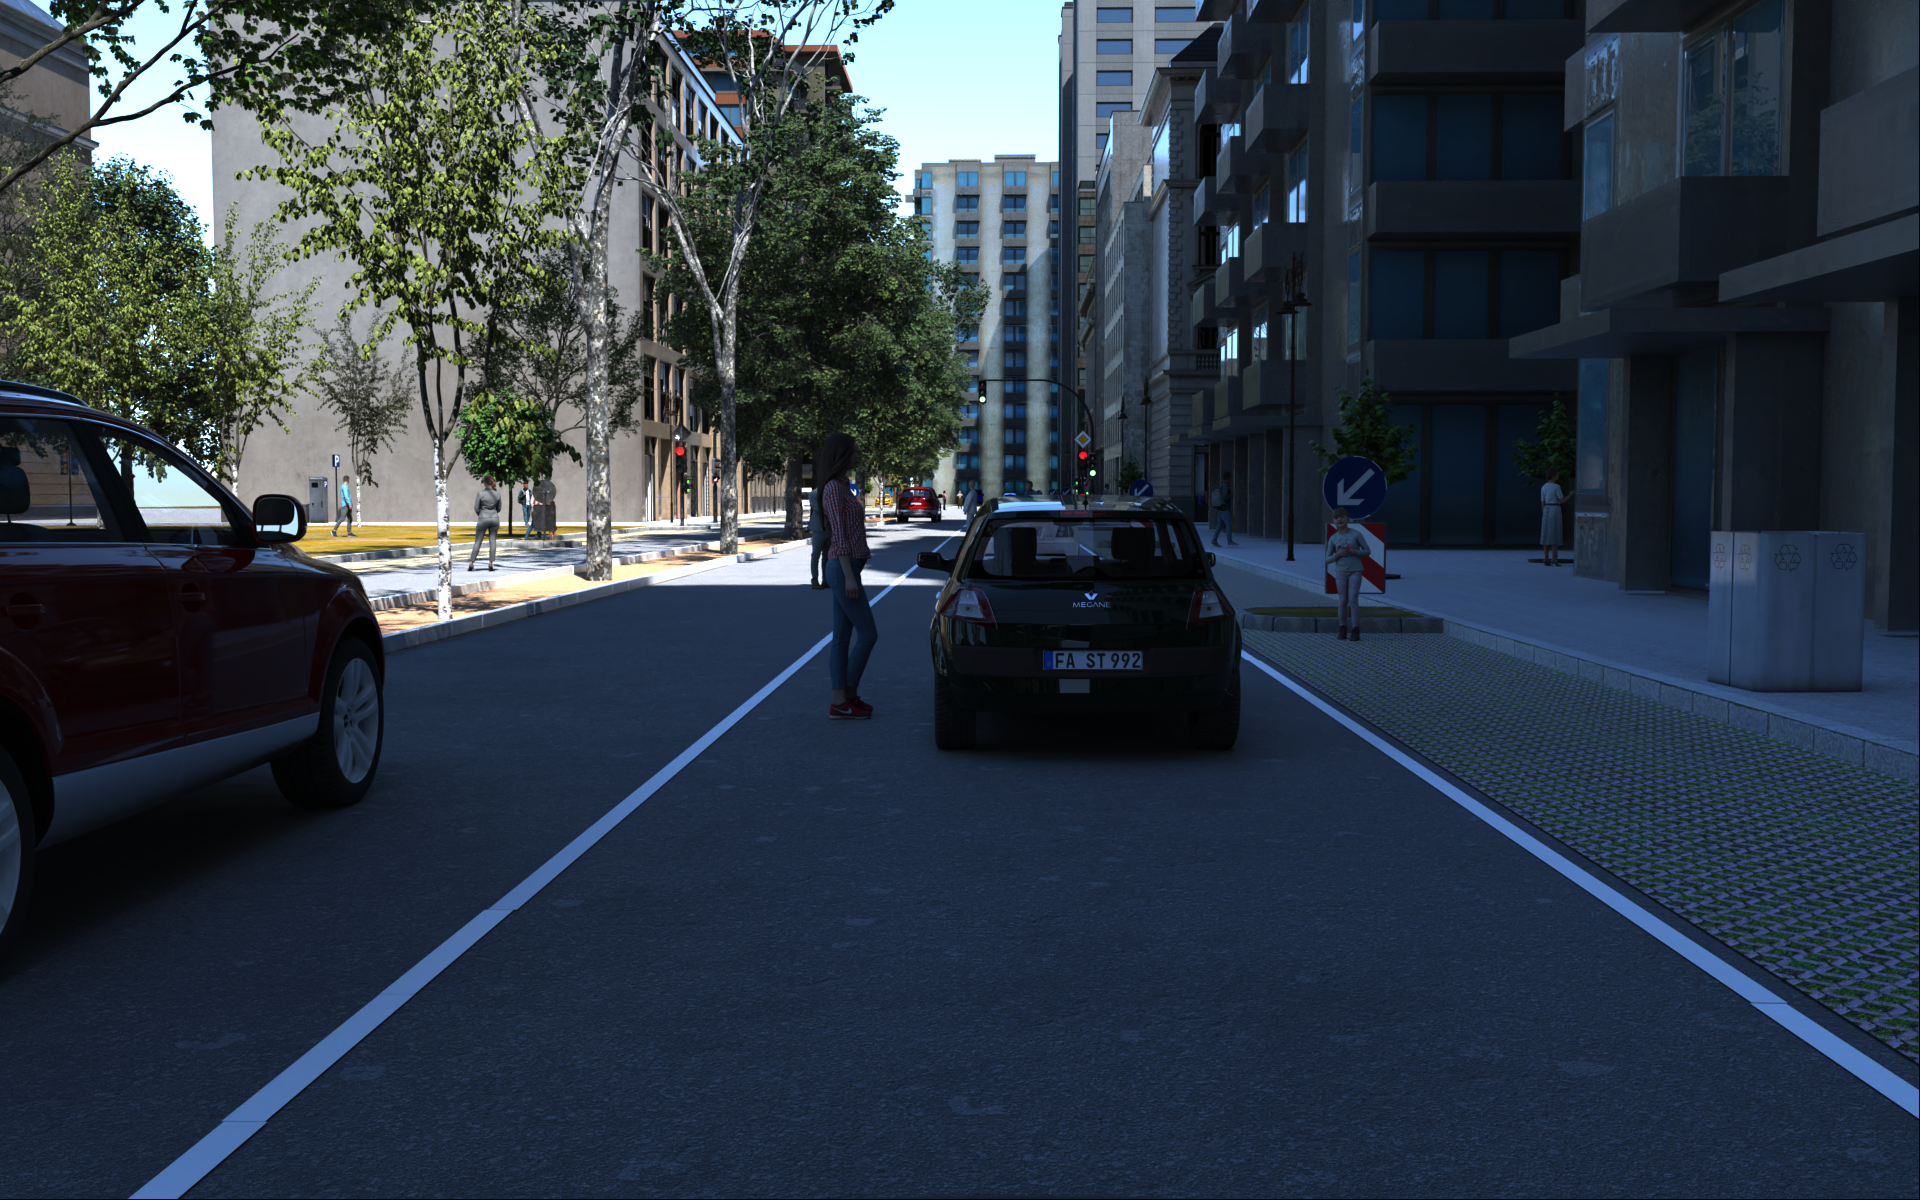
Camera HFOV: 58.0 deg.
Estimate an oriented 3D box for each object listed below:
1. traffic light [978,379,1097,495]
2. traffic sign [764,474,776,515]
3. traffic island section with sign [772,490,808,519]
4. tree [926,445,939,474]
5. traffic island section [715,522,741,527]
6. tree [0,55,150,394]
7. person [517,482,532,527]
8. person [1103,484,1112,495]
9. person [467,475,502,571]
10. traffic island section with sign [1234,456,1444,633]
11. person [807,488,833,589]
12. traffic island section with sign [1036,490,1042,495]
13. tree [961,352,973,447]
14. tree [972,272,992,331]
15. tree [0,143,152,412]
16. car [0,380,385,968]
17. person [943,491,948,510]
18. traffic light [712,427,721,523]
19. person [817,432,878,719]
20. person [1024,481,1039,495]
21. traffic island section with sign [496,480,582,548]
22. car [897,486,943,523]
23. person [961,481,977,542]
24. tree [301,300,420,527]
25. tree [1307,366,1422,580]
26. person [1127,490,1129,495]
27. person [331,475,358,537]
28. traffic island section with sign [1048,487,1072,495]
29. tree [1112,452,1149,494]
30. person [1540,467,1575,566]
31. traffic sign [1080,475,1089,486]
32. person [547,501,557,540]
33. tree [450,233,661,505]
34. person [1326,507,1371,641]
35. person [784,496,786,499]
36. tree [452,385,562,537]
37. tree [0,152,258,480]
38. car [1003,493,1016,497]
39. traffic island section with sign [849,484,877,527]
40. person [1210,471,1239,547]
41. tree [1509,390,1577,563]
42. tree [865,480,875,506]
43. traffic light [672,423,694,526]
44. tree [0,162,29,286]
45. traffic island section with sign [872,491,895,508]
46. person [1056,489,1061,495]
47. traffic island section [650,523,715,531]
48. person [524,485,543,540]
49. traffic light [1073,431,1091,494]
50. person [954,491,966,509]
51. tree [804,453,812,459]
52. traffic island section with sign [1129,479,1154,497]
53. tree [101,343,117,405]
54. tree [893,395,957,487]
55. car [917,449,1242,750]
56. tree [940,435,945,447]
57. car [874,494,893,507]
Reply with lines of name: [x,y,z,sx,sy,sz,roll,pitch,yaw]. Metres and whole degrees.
traffic light: [3.110,-5.734,68.424,4.771,5.953,1.251,0,4,1]
traffic sign: [-11.796,-6.575,107.606,0.768,2.556,0.104,1,4,10]
traffic island section with sign: [-9.936,-5.687,101.611,1.989,1.847,2.006,0,4,1]
tree: [-3.630,-10.190,119.418,4.360,8.622,3.978,0,3,0]
traffic island section: [-10.892,-3.348,77.024,2.009,0.180,2.903,0,4,1]
tree: [-26.863,-8.290,45.906,12.009,13.543,11.850,0,3,0]
person: [-17.124,-3.792,68.393,0.721,1.781,0.623,2,4,33]
person: [7.499,-5.000,87.977,0.466,1.800,0.511,-1,4,-16]
person: [-8.826,-1.429,32.137,0.573,1.790,0.520,3,5,40]
traffic island section with sign: [3.993,-0.615,18.680,1.989,1.847,2.006,0,4,1]
person: [-2.016,-1.068,26.147,0.466,1.800,0.511,2,4,27]
traffic island section with sign: [6.780,-7.368,129.090,1.989,1.847,2.006,0,4,1]
tree: [-3.638,-11.926,104.107,9.857,13.997,8.962,0,3,0]
tree: [-4.402,-16.472,127.658,12.611,20.169,13.585,0,3,0]
tree: [-18.076,-5.256,36.297,4.737,8.622,4.395,0,3,0]
car: [-3.787,0.142,6.346,2.281,1.827,5.304,0,4,0]
person: [-1.308,-8.900,154.720,0.721,1.736,1.217,-1,4,-20]
traffic light: [-8.759,-6.251,76.871,4.771,5.953,1.251,0,4,1]
person: [-0.714,-0.152,11.001,0.388,1.821,0.555,-1,4,-14]
person: [1.930,-2.315,46.694,0.601,1.785,0.444,3,4,36]
traffic island section with sign: [-11.331,-2.337,46.844,1.989,1.847,2.006,0,4,1]
car: [-2.067,-4.879,88.439,2.281,1.827,5.304,0,4,3]
person: [0.410,-2.686,52.298,0.818,1.842,0.514,0,4,-8]
tree: [-22.998,-7.119,66.751,4.360,8.622,3.978,0,3,0]
tree: [6.067,-1.940,26.319,1.663,3.219,1.824,0,3,0]
person: [7.600,-4.277,76.364,0.661,1.777,0.834,-2,4,-25]
person: [-18.432,-2.807,51.807,0.748,1.841,0.638,-1,4,-12]
traffic island section with sign: [6.068,-5.663,101.213,1.989,1.847,2.006,0,4,1]
tree: [7.625,-5.130,78.482,1.663,3.219,1.824,0,3,0]
person: [10.607,-1.480,30.805,0.524,1.755,0.480,-2,4,-30]
traffic sign: [8.073,-6.952,113.777,0.768,2.556,0.104,1,4,8]
person: [-11.693,-2.214,49.375,0.373,1.253,0.362,3,4,37]
tree: [-14.042,-7.661,59.677,7.601,10.594,8.767,0,4,6]
person: [3.792,-0.253,16.914,0.425,1.301,0.394,0,4,7]
person: [-12.098,-7.113,122.688,0.623,1.781,0.721,-2,4,-30]
tree: [-13.644,-4.188,52.180,4.285,4.588,4.351,0,3,0]
tree: [-28.194,-8.639,58.258,9.611,12.733,9.660,0,3,0]
car: [4.870,-9.782,169.525,1.945,1.707,3.694,0,4,0]
traffic island section with sign: [-4.709,-4.183,76.524,2.006,1.907,1.989,0,4,1]
person: [6.363,-2.173,41.554,0.713,1.824,0.794,1,4,13]
tree: [11.095,-2.319,32.520,1.663,3.219,1.824,0,3,0]
tree: [-10.499,-12.007,190.912,1.663,3.219,1.824,0,3,0]
traffic light: [-11.053,-4.892,68.906,0.839,4.253,0.868,0,4,1]
tree: [-17.180,-4.755,28.101,4.360,8.622,3.978,0,3,0]
traffic island section with sign: [-7.995,-10.405,178.743,1.989,1.847,2.006,0,4,1]
person: [10.135,-10.681,180.775,1.348,1.812,0.705,2,4,32]
traffic island section: [-11.093,-2.860,69.041,2.009,0.180,2.903,0,4,1]
person: [-11.971,-2.427,48.769,0.643,1.750,0.593,1,4,9]
traffic light: [5.404,-5.356,76.496,0.839,4.253,0.868,0,4,1]
person: [0.005,-9.689,167.639,1.217,1.736,0.721,0,4,-4]
tree: [-11.121,-11.737,142.264,4.737,8.622,4.395,0,3,0]
traffic island section with sign: [4.681,-2.305,46.318,1.989,1.847,2.006,0,4,1]
tree: [-33.455,-7.115,66.690,4.360,8.622,3.978,0,3,0]
tree: [-3.874,-11.763,112.913,7.486,12.596,7.792,0,3,0]
car: [0.709,-0.081,11.109,2.009,1.686,4.222,0,4,0]
tree: [-3.156,-11.246,136.683,4.360,8.622,3.978,0,3,0]
car: [-8.074,-10.622,183.894,2.015,1.641,3.980,0,4,1]
